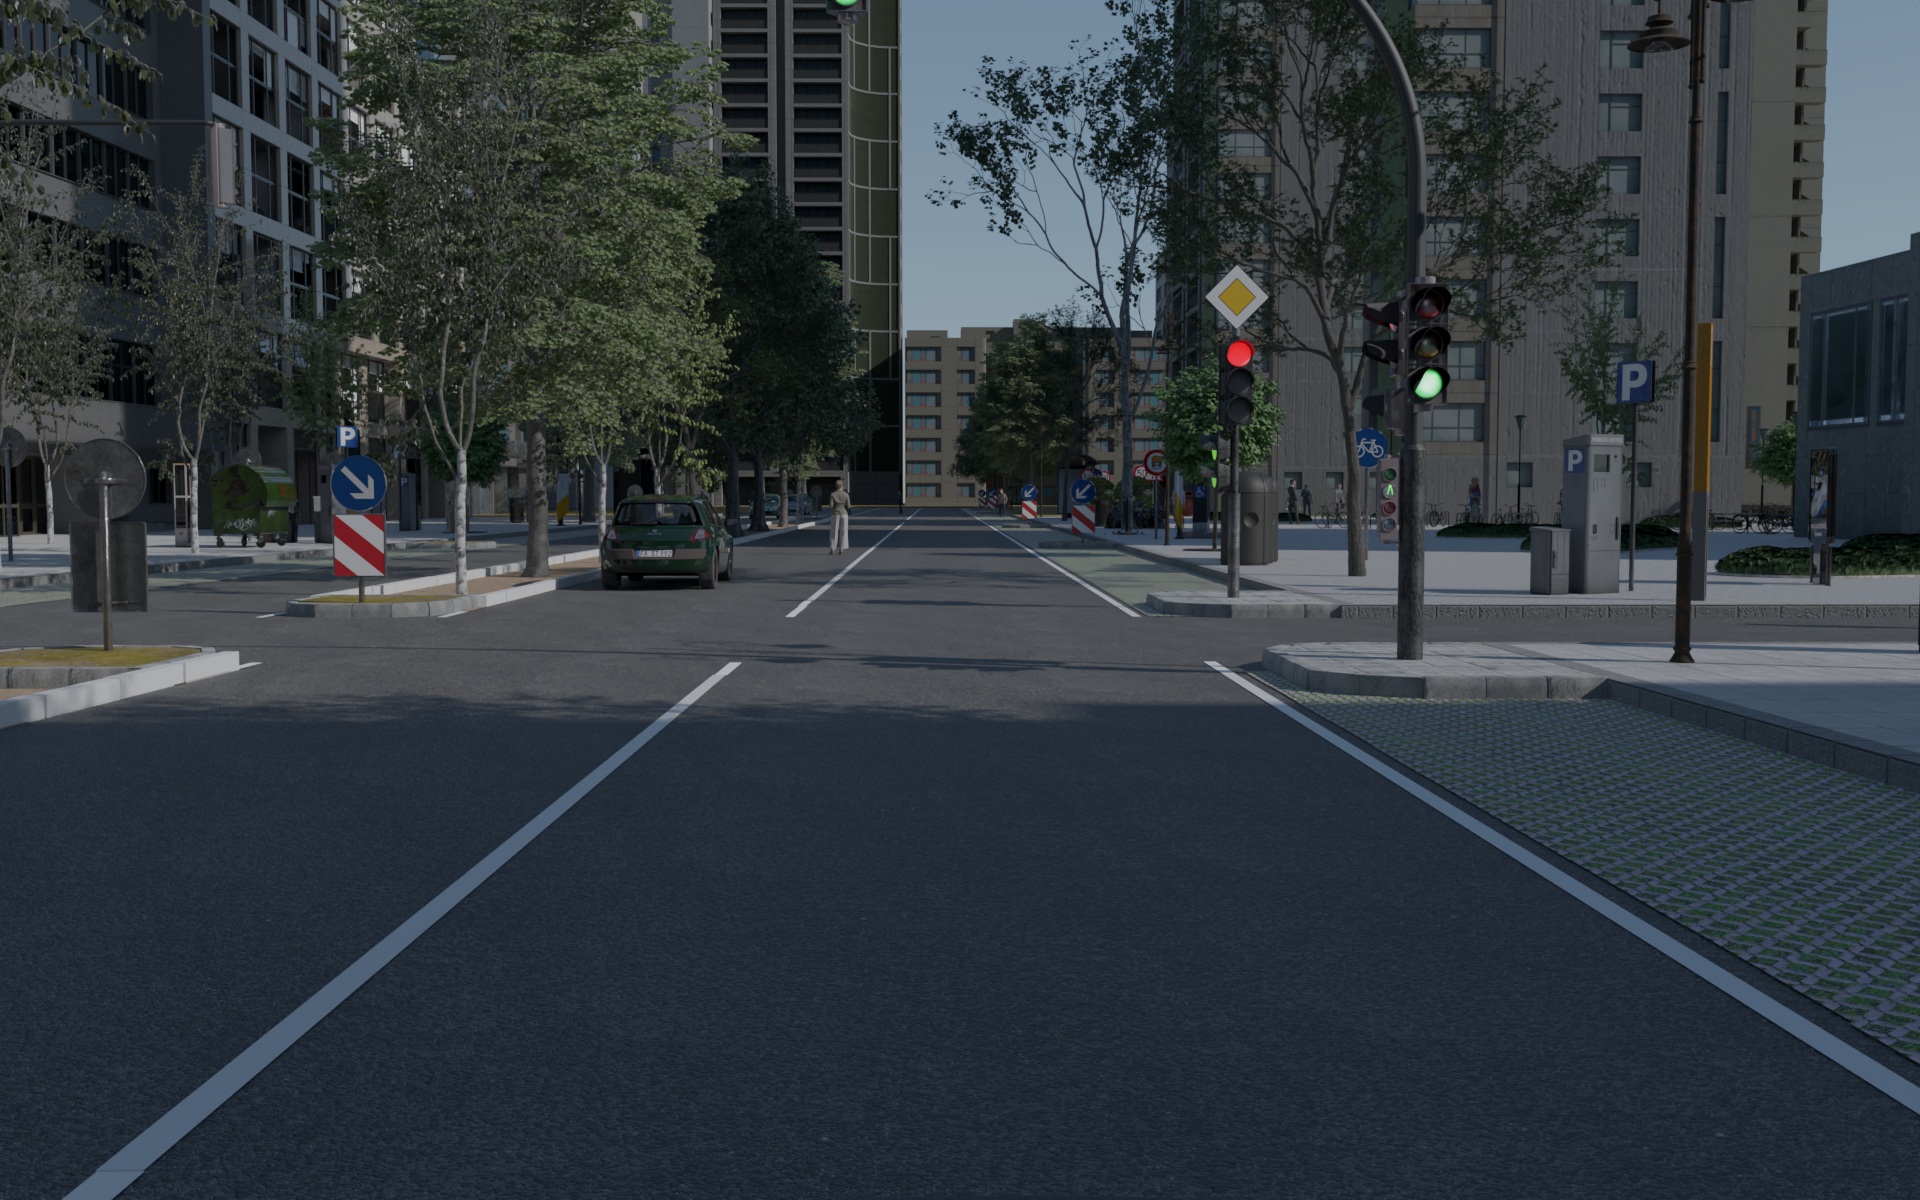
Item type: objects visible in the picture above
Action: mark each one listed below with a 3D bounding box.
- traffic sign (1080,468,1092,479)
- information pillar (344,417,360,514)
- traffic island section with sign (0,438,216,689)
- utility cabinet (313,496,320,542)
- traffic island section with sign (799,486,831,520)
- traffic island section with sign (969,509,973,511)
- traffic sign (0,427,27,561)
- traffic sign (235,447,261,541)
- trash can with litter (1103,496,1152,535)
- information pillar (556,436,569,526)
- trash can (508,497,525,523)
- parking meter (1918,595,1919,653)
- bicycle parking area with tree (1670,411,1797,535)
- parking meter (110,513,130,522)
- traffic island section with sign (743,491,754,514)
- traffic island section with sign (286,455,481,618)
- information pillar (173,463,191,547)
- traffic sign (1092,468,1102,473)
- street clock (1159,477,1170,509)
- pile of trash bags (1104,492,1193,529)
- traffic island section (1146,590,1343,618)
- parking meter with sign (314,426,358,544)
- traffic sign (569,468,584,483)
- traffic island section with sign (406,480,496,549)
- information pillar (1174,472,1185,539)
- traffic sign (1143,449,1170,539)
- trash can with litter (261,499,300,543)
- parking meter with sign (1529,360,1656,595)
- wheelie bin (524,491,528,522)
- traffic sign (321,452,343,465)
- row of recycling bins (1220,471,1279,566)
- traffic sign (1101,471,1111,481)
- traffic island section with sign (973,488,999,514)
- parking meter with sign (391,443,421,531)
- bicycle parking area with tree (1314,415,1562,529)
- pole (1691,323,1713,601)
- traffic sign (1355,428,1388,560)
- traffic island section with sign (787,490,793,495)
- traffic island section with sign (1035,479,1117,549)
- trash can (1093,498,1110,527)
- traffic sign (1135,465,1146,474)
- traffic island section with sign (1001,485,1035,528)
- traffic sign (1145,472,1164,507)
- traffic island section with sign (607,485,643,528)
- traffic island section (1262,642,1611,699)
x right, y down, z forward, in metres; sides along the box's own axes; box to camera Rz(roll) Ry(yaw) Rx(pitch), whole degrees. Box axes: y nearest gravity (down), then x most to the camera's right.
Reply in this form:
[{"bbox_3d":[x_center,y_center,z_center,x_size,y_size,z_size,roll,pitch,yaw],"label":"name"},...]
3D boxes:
[{"bbox_3d":[6.326,-5.248,85.915,0.768,2.556,0.104,0,4,8],"label":"traffic sign"},{"bbox_3d":[-18.485,-3.752,52.699,0.183,3.616,0.504,3,5,43],"label":"information pillar"},{"bbox_3d":[-6.985,-0.334,13.590,2.006,1.907,1.989,0,4,-1],"label":"traffic island section with sign"},{"bbox_3d":[-17.300,-2.203,47.185,0.306,1.237,1.020,0,4,-3],"label":"utility cabinet"},{"bbox_3d":[-8.022,-5.382,96.130,2.006,1.907,1.989,0,4,-1],"label":"traffic island section with sign"},{"bbox_3d":[1.787,-8.669,150.368,1.989,1.847,2.006,0,4,-1],"label":"traffic island section with sign"},{"bbox_3d":[-18.104,-2.009,32.955,0.768,2.556,0.104,0,4,8],"label":"traffic sign"},{"bbox_3d":[-19.303,-2.866,46.969,0.768,2.556,0.104,0,4,8],"label":"traffic sign"},{"bbox_3d":[5.398,-2.694,55.109,1.678,1.210,2.233,0,4,3],"label":"trash can with litter"},{"bbox_3d":[-16.074,-4.808,69.957,0.504,3.616,0.183,-2,4,-32],"label":"information pillar"},{"bbox_3d":[-19.440,-3.934,75.975,0.748,1.137,0.748,0,3,0],"label":"trash can"},{"bbox_3d":[7.946,-0.502,13.919,0.399,1.863,0.255,-2,4,-26],"label":"parking meter"},{"bbox_3d":[28.698,-4.328,57.772,9.016,4.147,8.231,1,4,19],"label":"bicycle parking area with tree"},{"bbox_3d":[-17.403,-1.679,35.870,0.372,1.533,0.369,0,3,0],"label":"parking meter"},{"bbox_3d":[-14.385,-7.011,123.249,1.989,1.847,2.006,0,4,-1],"label":"traffic island section with sign"},{"bbox_3d":[-7.069,-0.787,20.997,2.006,1.907,1.989,0,4,-1],"label":"traffic island section with sign"},{"bbox_3d":[-18.705,-2.274,41.669,0.304,2.012,0.304,0,4,-7],"label":"information pillar"},{"bbox_3d":[6.715,-5.269,86.252,0.768,2.556,0.104,0,4,6],"label":"traffic sign"},{"bbox_3d":[8.514,-4.132,72.131,0.471,2.002,0.358,0,4,6],"label":"street clock"},{"bbox_3d":[7.177,-3.347,64.470,3.447,1.369,1.912,-1,4,-20],"label":"pile of trash bags"},{"bbox_3d":[3.410,0.050,21.468,2.009,0.180,2.903,0,4,-1],"label":"traffic island section"},{"bbox_3d":[-16.287,-2.982,45.014,0.543,3.016,1.738,-3,5,-45],"label":"parking meter with sign"},{"bbox_3d":[-19.682,-5.450,88.834,0.795,2.593,0.064,0,4,6],"label":"traffic sign"},{"bbox_3d":[-13.415,-2.279,45.897,1.989,1.847,2.006,0,4,-1],"label":"traffic island section with sign"},{"bbox_3d":[6.218,-3.536,49.175,0.183,3.616,0.504,2,4,28],"label":"information pillar"},{"bbox_3d":[5.548,-2.986,48.925,0.768,2.556,0.104,0,4,1],"label":"traffic sign"},{"bbox_3d":[-17.953,-2.095,45.632,1.055,1.170,0.624,0,4,4],"label":"trash can with litter"},{"bbox_3d":[8.149,-1.598,22.389,1.738,3.016,0.543,-2,4,-29],"label":"parking meter with sign"},{"bbox_3d":[-19.275,-4.304,78.271,0.693,1.594,0.980,3,5,40],"label":"wheelie bin"},{"bbox_3d":[-18.868,-3.181,52.112,0.768,2.556,0.104,0,4,8],"label":"traffic sign"},{"bbox_3d":[5.486,-1.560,32.625,1.069,1.692,3.534,1,4,13],"label":"row of recycling bins"},{"bbox_3d":[7.824,-5.751,94.142,0.768,2.556,0.104,0,4,1],"label":"traffic sign"},{"bbox_3d":[2.136,-7.014,123.311,1.989,1.847,2.006,0,4,-1],"label":"traffic island section with sign"},{"bbox_3d":[-19.225,-3.916,60.287,0.543,3.016,1.738,0,4,-1],"label":"parking meter with sign"},{"bbox_3d":[18.318,-4.751,64.673,9.016,4.147,8.231,-2,4,-34],"label":"bicycle parking area with tree"},{"bbox_3d":[8.894,-1.646,20.761,0.158,3.312,0.155,0,3,0],"label":"pole"},{"bbox_3d":[7.852,-2.038,33.423,0.768,2.556,0.104,0,4,0],"label":"traffic sign"},{"bbox_3d":[-14.733,-8.659,150.202,1.989,1.847,2.006,0,4,-1],"label":"traffic island section with sign"},{"bbox_3d":[3.105,-2.290,46.064,1.989,1.847,2.006,0,4,-1],"label":"traffic island section with sign"},{"bbox_3d":[5.495,-3.426,67.671,0.748,1.137,0.748,0,3,0],"label":"trash can"},{"bbox_3d":[7.847,-4.568,74.794,0.768,2.556,0.104,0,4,1],"label":"traffic sign"},{"bbox_3d":[2.773,-3.938,73.018,1.989,1.847,2.006,0,4,-1],"label":"traffic island section with sign"},{"bbox_3d":[7.858,-4.322,70.661,0.884,2.594,0.081,0,4,8],"label":"traffic sign"},{"bbox_3d":[-13.763,-3.951,73.223,1.989,1.847,2.006,0,4,-1],"label":"traffic island section with sign"},{"bbox_3d":[3.510,0.538,13.483,2.009,0.180,2.903,0,4,-1],"label":"traffic island section"}]
